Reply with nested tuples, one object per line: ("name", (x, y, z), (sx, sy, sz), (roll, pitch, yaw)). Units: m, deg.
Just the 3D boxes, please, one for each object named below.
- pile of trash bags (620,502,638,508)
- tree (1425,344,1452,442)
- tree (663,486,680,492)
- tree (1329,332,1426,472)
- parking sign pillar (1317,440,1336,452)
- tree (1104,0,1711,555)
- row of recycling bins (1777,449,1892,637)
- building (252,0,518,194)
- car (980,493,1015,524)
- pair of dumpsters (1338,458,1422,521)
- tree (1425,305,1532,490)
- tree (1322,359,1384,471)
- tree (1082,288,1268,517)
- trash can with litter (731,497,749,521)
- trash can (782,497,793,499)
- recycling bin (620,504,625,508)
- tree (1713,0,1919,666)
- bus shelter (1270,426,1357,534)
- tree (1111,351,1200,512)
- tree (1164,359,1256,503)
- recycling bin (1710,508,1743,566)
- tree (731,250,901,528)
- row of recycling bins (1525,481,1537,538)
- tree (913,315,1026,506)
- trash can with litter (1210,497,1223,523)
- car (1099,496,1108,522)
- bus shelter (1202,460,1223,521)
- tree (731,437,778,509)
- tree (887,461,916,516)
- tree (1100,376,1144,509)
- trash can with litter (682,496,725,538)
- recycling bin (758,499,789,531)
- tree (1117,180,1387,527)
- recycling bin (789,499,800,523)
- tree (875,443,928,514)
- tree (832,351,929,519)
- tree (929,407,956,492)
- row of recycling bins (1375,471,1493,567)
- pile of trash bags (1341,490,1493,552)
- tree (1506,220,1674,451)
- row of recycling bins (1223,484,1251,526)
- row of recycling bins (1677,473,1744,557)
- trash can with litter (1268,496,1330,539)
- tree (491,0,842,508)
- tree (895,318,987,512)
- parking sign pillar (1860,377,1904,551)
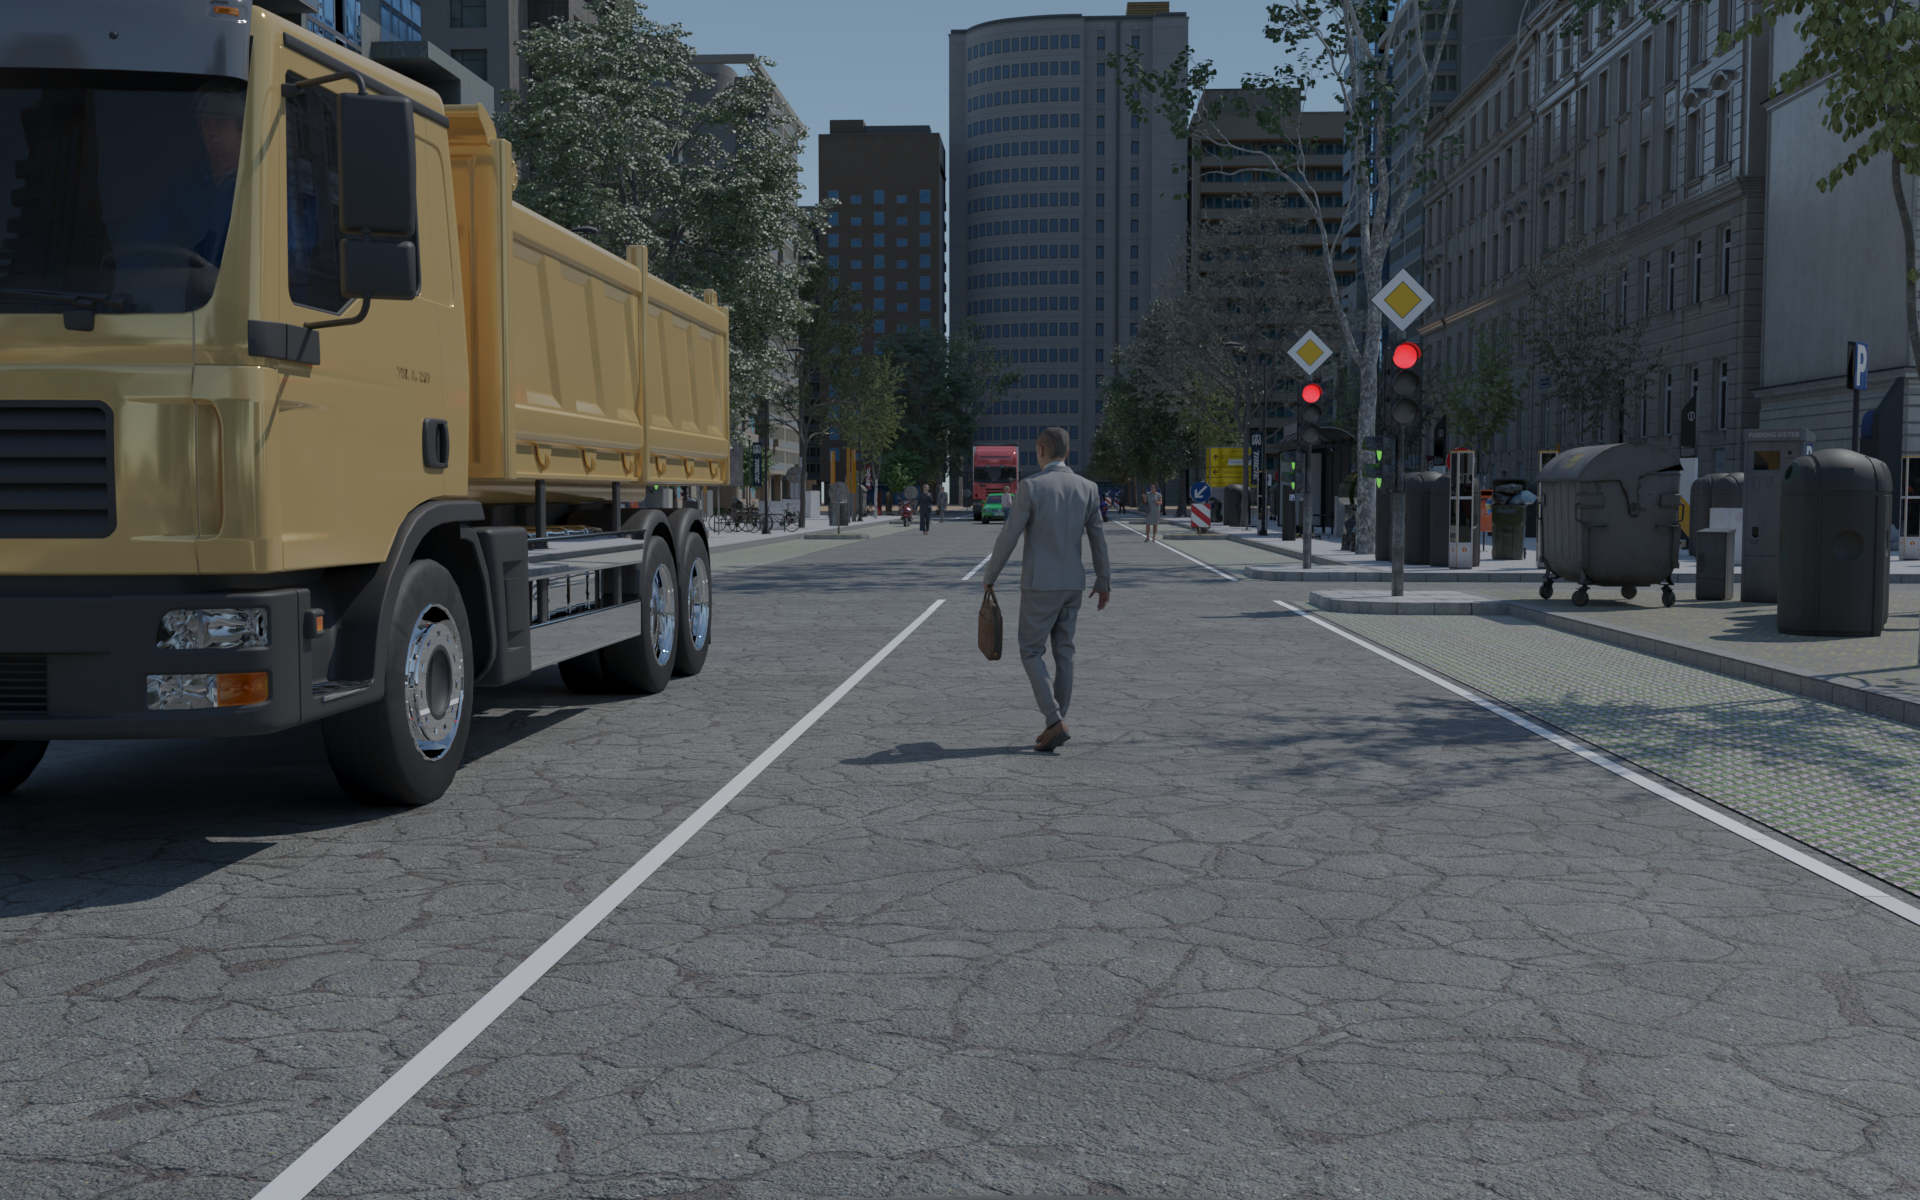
("pile of trash bags", (-15.632, -4.197, 78.377), (3.447, 1.369, 1.912), (2, 4, 35))
("tree", (21.166, -8.055, 82.058), (4.360, 8.622, 3.978), (0, 3, 0))
("tree", (-15.132, -6.313, 86.931), (4.285, 4.588, 4.351), (0, 3, 0))
("tree", (18.422, -7.736, 76.846), (4.360, 8.622, 3.978), (0, 3, 0))
("parking sign pillar", (17.319, -5.673, 81.231), (1.447, 3.967, 1.447), (2, 4, 29))
("tree", (9.509, -11.109, 37.520), (12.611, 20.169, 13.585), (0, 3, 0))
("row of recycling bins", (8.621, -0.608, 17.052), (1.069, 1.692, 3.534), (2, 4, 26))
("building", (-29.206, -45.609, 58.378), (22.319, 86.520, 31.000), (0, 4, 3))
("car", (2.002, -4.592, 83.869), (1.959, 1.807, 4.718), (0, 4, 4))
("pair of dumpsters", (11.607, -2.779, 47.930), (1.574, 2.255, 4.437), (0, 4, 3))
("tree", (20.543, -7.197, 68.038), (4.737, 8.622, 4.395), (0, 3, 0))
("tree", (21.321, -8.751, 93.446), (4.737, 8.622, 4.395), (0, 3, 0))
("tree", (12.428, -11.003, 96.914), (9.611, 12.733, 9.660), (0, 3, 0))
("trash can with litter", (-9.927, -4.144, 79.139), (1.055, 1.170, 0.624), (0, 4, -5))
("trash can", (-9.678, -5.247, 97.446), (0.748, 1.137, 0.748), (0, 3, 0))
("recycling bin", (-8.783, -1.854, 42.871), (0.722, 1.027, 0.722), (3, 4, 38))
("tree", (7.233, -3.796, 12.427), (4.737, 8.622, 4.395), (0, 3, 0))
("bus shelter", (11.091, -3.697, 54.374), (2.014, 3.302, 5.546), (0, 4, 3))
("tree", (14.310, -12.385, 120.616), (7.486, 12.596, 7.792), (0, 3, 0))
("tree", (12.361, -8.300, 86.068), (4.737, 8.622, 4.395), (0, 3, 0))
("recycling bin", (13.954, -1.136, 31.132), (0.722, 1.027, 0.722), (3, 5, 43))
("tree", (-5.693, -8.020, 65.539), (7.601, 10.594, 8.767), (-2, 4, -28))
("row of recycling bins", (17.047, -2.719, 51.564), (1.069, 1.692, 3.534), (-2, 4, -23))
("tree", (1.270, -19.887, 181.034), (12.611, 20.169, 13.585), (0, 3, 0))
("trash can with litter", (11.665, -4.038, 77.413), (1.055, 1.170, 0.624), (2, 4, 23))
("car", (6.691, -4.687, 89.220), (1.945, 1.354, 3.894), (0, 4, 1))
("bus shelter", (12.506, -5.315, 80.816), (2.014, 3.302, 5.546), (0, 4, 3))
("tree", (-12.190, -7.101, 99.820), (4.285, 4.588, 4.351), (0, 3, 0))
("tree", (-3.576, -6.498, 100.842), (1.663, 3.219, 1.824), (0, 3, 0))
("tree", (15.965, -13.873, 152.579), (9.928, 11.665, 9.643), (0, 3, 0))
("trash can with litter", (-8.123, -2.414, 50.529), (2.233, 1.210, 1.678), (2, 4, 28))
("recycling bin", (-6.661, -2.983, 61.328), (0.722, 1.027, 0.722), (-3, 5, -41))
("tree", (11.209, -9.585, 67.083), (12.009, 13.543, 11.850), (0, 3, 0))
("recycling bin", (-7.434, -3.994, 77.857), (0.722, 1.027, 0.722), (0, 4, 8))
("tree", (-3.750, -7.783, 110.961), (4.285, 4.588, 4.351), (0, 3, 0))
("tree", (-4.462, -8.515, 89.589), (4.737, 8.622, 4.395), (0, 3, 0))
("tree", (-1.770, -11.619, 140.325), (4.737, 8.622, 4.395), (0, 3, 0))
("row of recycling bins", (8.565, -1.519, 31.950), (1.069, 1.692, 3.534), (0, 4, -6))
("pile of trash bags", (10.289, -1.776, 38.784), (3.447, 1.369, 1.912), (1, 4, 13))
("tree", (17.085, -5.937, 47.432), (4.360, 8.622, 3.978), (0, 3, 0))
("row of recycling bins", (11.492, -3.968, 71.996), (1.069, 1.692, 3.534), (1, 4, 15))
("row of recycling bins", (15.235, -1.683, 34.628), (1.069, 1.692, 3.534), (1, 4, 15))
("trash can with litter", (9.857, -2.373, 49.859), (1.678, 1.210, 2.233), (0, 4, -1))
("tree", (-7.872, -8.392, 43.869), (9.857, 13.997, 8.962), (0, 3, 0))
("tree", (-2.699, -13.309, 124.258), (9.857, 13.997, 8.962), (0, 3, 0))
("parking sign pillar", (21.007, -3.123, 39.527), (1.447, 3.967, 1.447), (-3, 5, -40))
